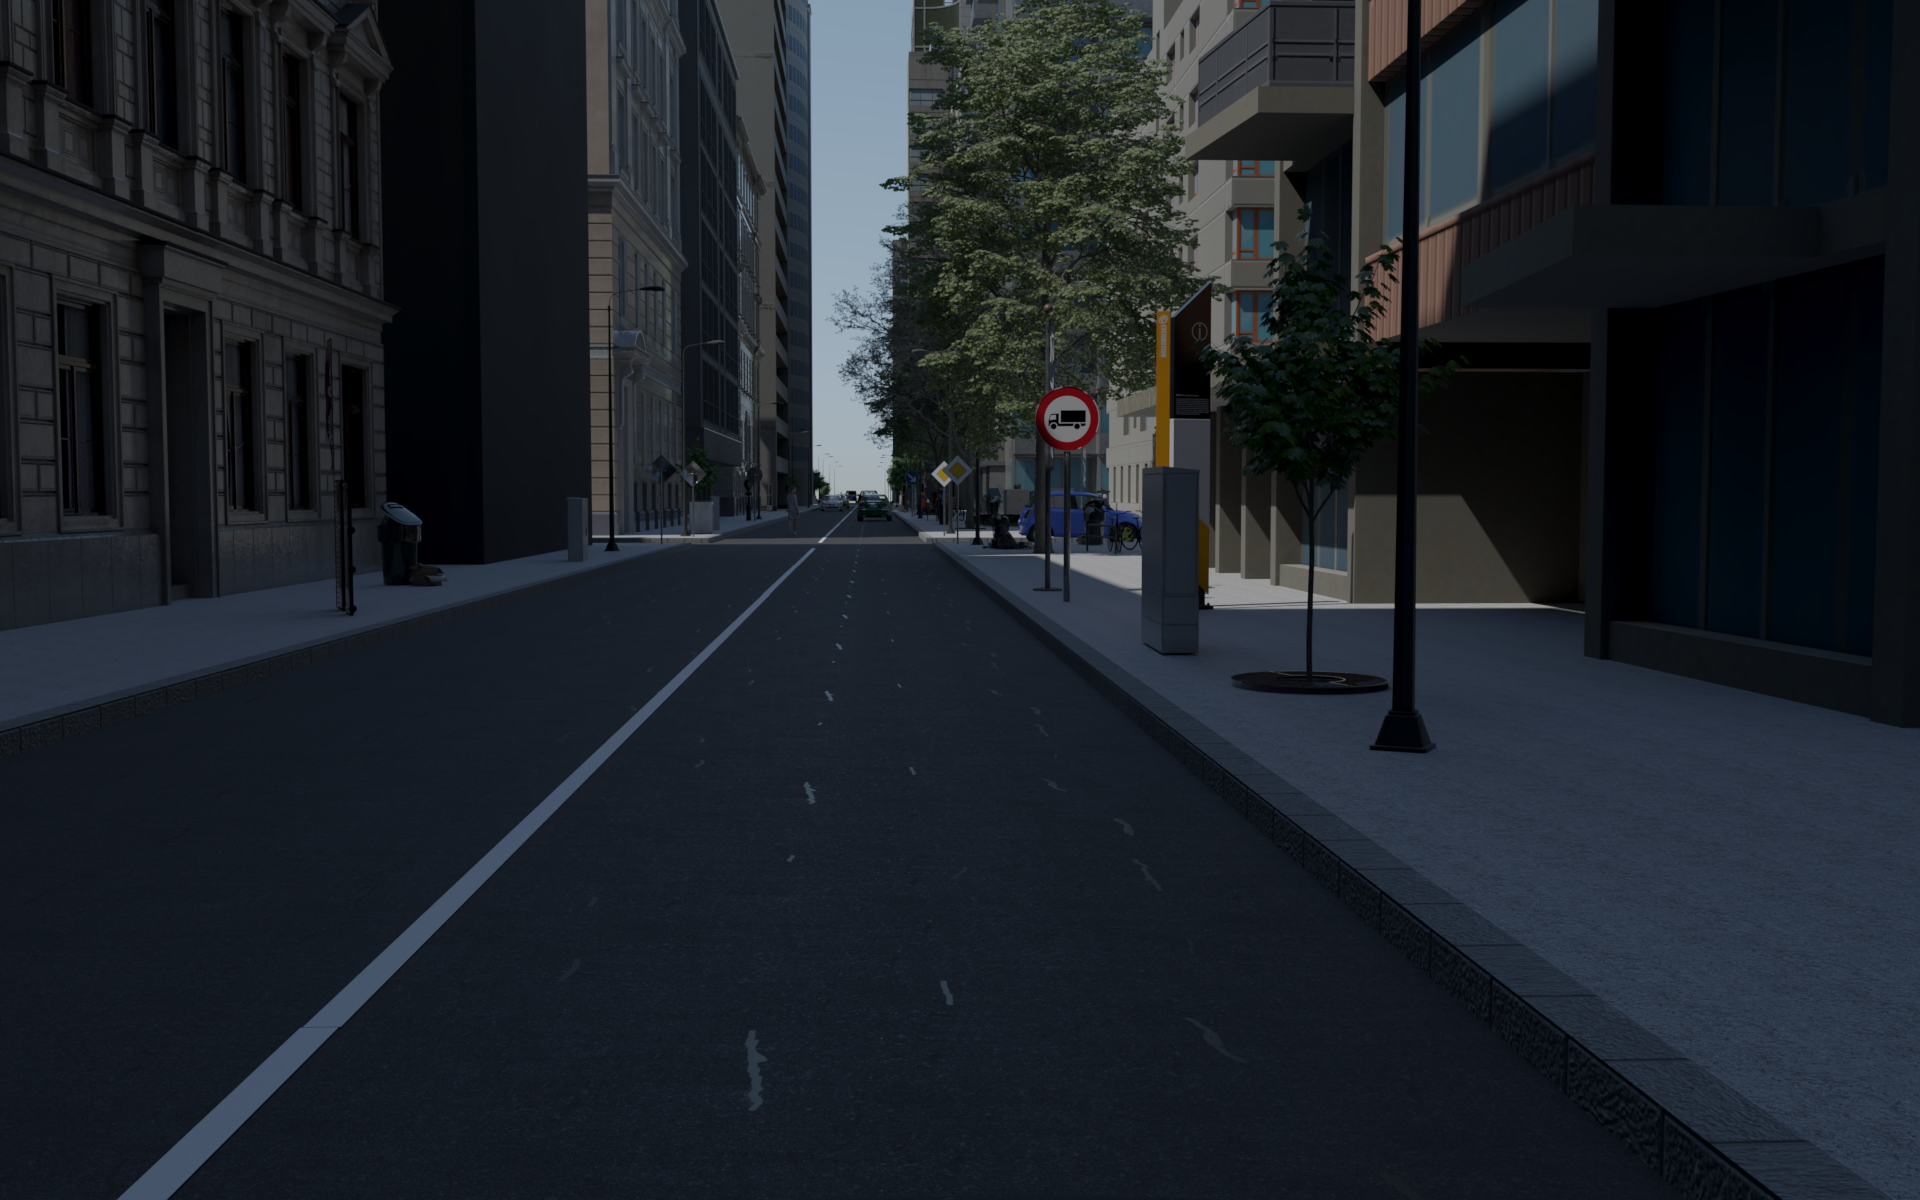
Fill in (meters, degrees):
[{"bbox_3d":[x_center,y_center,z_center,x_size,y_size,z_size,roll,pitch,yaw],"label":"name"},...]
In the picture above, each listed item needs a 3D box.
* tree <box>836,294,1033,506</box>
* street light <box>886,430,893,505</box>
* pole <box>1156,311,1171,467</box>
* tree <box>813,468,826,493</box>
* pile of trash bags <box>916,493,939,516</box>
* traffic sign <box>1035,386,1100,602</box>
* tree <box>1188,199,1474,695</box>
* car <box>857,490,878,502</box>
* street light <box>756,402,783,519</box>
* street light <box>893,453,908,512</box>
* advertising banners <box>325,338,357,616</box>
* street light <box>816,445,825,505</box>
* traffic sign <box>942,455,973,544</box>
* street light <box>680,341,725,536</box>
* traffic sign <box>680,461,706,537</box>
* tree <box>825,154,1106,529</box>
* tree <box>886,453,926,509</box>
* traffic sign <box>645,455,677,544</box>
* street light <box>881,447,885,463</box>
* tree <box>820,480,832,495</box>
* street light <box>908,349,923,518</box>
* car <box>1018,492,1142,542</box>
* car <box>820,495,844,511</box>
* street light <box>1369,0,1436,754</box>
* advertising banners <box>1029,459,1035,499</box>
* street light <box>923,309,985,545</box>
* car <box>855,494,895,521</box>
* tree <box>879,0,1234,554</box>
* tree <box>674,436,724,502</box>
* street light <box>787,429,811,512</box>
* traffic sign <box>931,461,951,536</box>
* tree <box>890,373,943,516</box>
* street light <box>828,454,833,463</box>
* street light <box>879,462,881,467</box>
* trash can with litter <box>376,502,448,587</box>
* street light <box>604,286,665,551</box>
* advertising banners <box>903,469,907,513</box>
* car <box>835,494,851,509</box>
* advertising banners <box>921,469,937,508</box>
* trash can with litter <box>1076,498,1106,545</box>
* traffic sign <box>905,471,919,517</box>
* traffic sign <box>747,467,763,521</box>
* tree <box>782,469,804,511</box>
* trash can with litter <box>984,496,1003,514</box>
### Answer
[{"bbox_3d":[-0.857,-8.609,75.161,8.767,10.594,7.601,-1,4,-19],"label":"tree"},{"bbox_3d":[-4.442,-9.416,126.493,1.470,5.913,1.316,0,4,-3],"label":"street light"},{"bbox_3d":[2.279,-1.565,19.428,0.158,3.312,0.155,0,3,0],"label":"pole"},{"bbox_3d":[-17.412,-13.464,203.855,4.285,4.588,4.351,0,3,0],"label":"tree"},{"bbox_3d":[-1.841,-5.819,104.899,1.912,1.369,3.447,1,4,17],"label":"pile of trash bags"},{"bbox_3d":[1.274,-1.253,20.591,0.768,2.556,0.104,0,4,5],"label":"traffic sign"},{"bbox_3d":[2.261,-1.039,11.591,1.663,3.219,1.824,0,3,0],"label":"tree"},{"bbox_3d":[-8.382,-9.236,159.685,2.281,1.827,5.304,0,4,-1],"label":"car"},{"bbox_3d":[-9.643,-7.036,87.574,1.470,5.913,1.316,0,4,-3],"label":"street light"},{"bbox_3d":[-2.628,-7.248,91.047,1.470,5.913,1.316,0,4,-3],"label":"street light"},{"bbox_3d":[-6.806,-1.395,18.991,0.090,3.025,2.074,-2,4,-25],"label":"advertising banners"},{"bbox_3d":[-13.750,-11.675,163.433,1.470,5.913,1.316,0,4,-3],"label":"street light"},{"bbox_3d":[-0.063,-2.495,44.439,0.795,2.450,0.064,0,4,-3],"label":"traffic sign"},{"bbox_3d":[-7.800,-4.890,52.493,1.470,5.913,1.316,0,4,-3],"label":"street light"},{"bbox_3d":[-8.013,-2.960,52.042,0.795,2.450,0.064,0,4,-3],"label":"traffic sign"},{"bbox_3d":[0.231,-9.343,63.121,12.009,13.543,11.850,0,3,0],"label":"tree"},{"bbox_3d":[-3.951,-8.954,130.119,4.285,4.588,4.351,0,3,0],"label":"tree"},{"bbox_3d":[-7.598,-2.473,44.068,0.795,2.450,0.064,0,4,-3],"label":"traffic sign"},{"bbox_3d":[-6.703,-12.015,168.991,1.470,5.913,1.316,0,4,-3],"label":"street light"},{"bbox_3d":[-18.033,-14.597,233.263,1.663,3.219,1.824,0,3,0],"label":"tree"},{"bbox_3d":[-0.840,-5.086,55.699,1.470,5.913,1.316,0,4,-3],"label":"street light"},{"bbox_3d":[3.506,-2.434,49.390,3.694,1.707,1.945,0,4,-3],"label":"car"},{"bbox_3d":[-10.834,-8.193,146.320,2.083,1.381,4.827,0,4,-5],"label":"car"},{"bbox_3d":[1.693,-2.201,8.535,1.470,5.913,1.316,0,4,-3],"label":"street light"},{"bbox_3d":[3.597,-5.477,85.732,0.090,3.025,2.074,0,4,-7],"label":"advertising banners"},{"bbox_3d":[-0.097,-4.338,43.473,1.470,5.913,1.316,0,4,-3],"label":"street light"},{"bbox_3d":[-4.577,-4.973,93.112,2.131,1.459,4.920,0,4,-1],"label":"car"},{"bbox_3d":[2.000,-7.259,36.805,7.486,12.596,7.792,0,3,0],"label":"tree"},{"bbox_3d":[-8.682,-3.878,58.001,1.663,3.219,1.824,0,3,0],"label":"tree"},{"bbox_3d":[-11.890,-9.544,128.587,1.470,5.913,1.316,0,4,-3],"label":"street light"},{"bbox_3d":[-0.478,-2.983,52.413,0.795,2.450,0.064,0,4,-3],"label":"traffic sign"},{"bbox_3d":[-2.605,-9.255,101.674,4.737,8.622,4.395,0,3,0],"label":"tree"},{"bbox_3d":[-15.622,-13.811,198.342,1.470,5.913,1.316,0,4,-3],"label":"street light"},{"bbox_3d":[-8.508,-14.149,203.868,1.470,5.913,1.316,0,4,-3],"label":"street light"},{"bbox_3d":[-7.673,-0.793,24.358,1.055,1.170,0.624,2,4,26],"label":"trash can with litter"},{"bbox_3d":[-7.271,-4.048,38.734,1.470,5.913,1.316,0,4,-3],"label":"street light"},{"bbox_3d":[-3.801,-7.598,120.414,0.090,3.025,2.074,0,4,4],"label":"advertising banners"},{"bbox_3d":[-11.702,-9.751,169.653,2.015,1.641,3.980,0,4,-3],"label":"car"},{"bbox_3d":[-1.805,-7.647,121.209,2.074,3.025,0.090,-2,4,-25],"label":"advertising banners"},{"bbox_3d":[3.242,-1.979,43.751,0.624,1.170,1.055,-2,4,-23],"label":"trash can with litter"},{"bbox_3d":[-2.651,-5.869,96.062,0.768,2.556,0.104,0,4,7],"label":"traffic sign"},{"bbox_3d":[-9.646,-4.968,81.330,0.768,2.556,0.104,0,4,4],"label":"traffic sign"},{"bbox_3d":[-12.679,-8.391,131.789,1.663,3.219,1.824,0,3,0],"label":"tree"},{"bbox_3d":[1.671,-4.791,89.719,0.624,1.170,1.055,3,5,44],"label":"trash can with litter"}]
